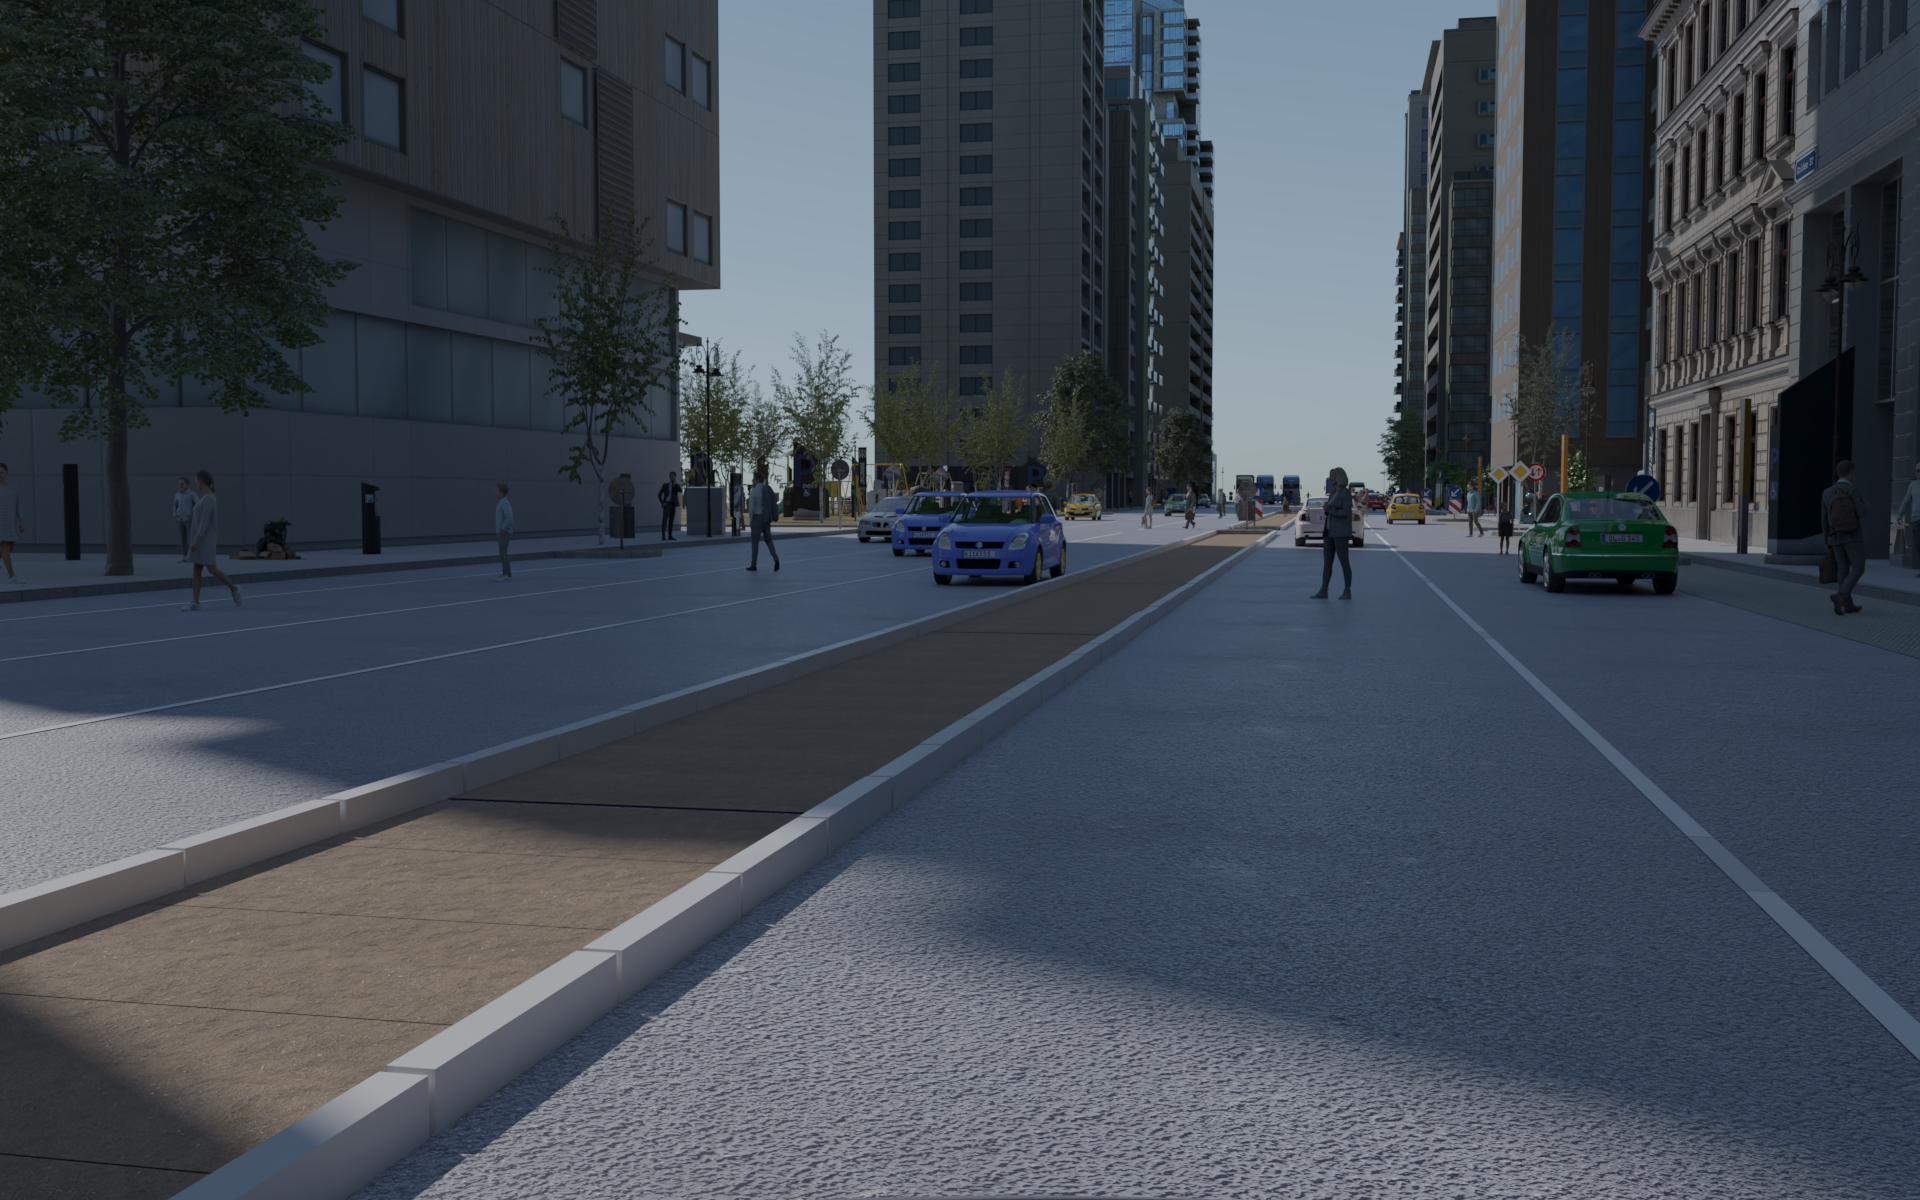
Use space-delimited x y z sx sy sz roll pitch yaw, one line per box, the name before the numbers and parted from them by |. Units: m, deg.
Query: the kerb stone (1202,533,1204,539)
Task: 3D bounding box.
kerb stone | 7.430 -1.935 53.907 0.120 0.150 1.000 1 4 12

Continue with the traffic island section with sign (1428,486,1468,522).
traffic island section with sign | 25.487 -4.962 89.754 1.989 1.847 2.006 1 4 12

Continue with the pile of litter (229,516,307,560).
pile of litter | -13.630 -1.229 34.065 1.719 0.858 1.176 3 5 41

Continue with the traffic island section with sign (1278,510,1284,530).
traffic island section with sign | 11.807 -3.734 69.193 2.006 1.907 1.989 1 4 12

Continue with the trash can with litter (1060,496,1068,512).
trash can with litter | 7.474 -6.875 123.793 0.624 1.170 1.055 0 4 -2

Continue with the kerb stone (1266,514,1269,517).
kerb stone | 18.784 -5.157 106.522 0.120 0.150 1.000 1 4 12

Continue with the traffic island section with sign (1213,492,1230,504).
traffic island section with sign | 37.546 -14.758 249.927 1.989 1.847 2.006 1 4 12

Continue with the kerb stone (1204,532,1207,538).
kerb stone | 7.643 -1.994 54.912 0.120 0.150 1.000 1 4 12

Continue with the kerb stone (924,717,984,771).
kerb stone | -0.042 0.784 9.376 0.120 0.150 1.000 1 4 12

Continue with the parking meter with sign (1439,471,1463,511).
parking meter with sign | 37.813 -8.381 133.289 1.738 3.016 0.543 0 4 -1

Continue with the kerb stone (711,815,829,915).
kerb stone | -0.690 0.968 6.372 0.120 0.150 1.000 1 4 12

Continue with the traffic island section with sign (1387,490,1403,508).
traffic island section with sign | 41.782 -9.577 165.204 1.989 1.847 2.006 1 4 12

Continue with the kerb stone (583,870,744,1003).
kerb stone | -0.903 1.029 5.372 0.120 0.150 1.000 1 4 12

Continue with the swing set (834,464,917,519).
swing set | -4.402 -5.644 89.905 3.119 2.851 2.862 1 4 23

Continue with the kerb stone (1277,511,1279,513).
kerb stone | 22.474 -6.200 123.565 0.120 0.150 1.000 1 4 12

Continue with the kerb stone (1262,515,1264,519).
kerb stone | 17.049 -4.666 98.508 0.120 0.150 1.000 1 4 12

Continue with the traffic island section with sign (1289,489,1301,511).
traffic island section with sign | 27.657 -8.227 142.647 2.006 1.907 1.989 1 4 12

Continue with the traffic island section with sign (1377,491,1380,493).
traffic island section with sign | 47.524 -11.202 191.784 1.989 1.847 2.006 1 4 12

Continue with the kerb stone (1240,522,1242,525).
kerb stone | 12.080 -3.254 75.447 0.120 0.150 1.000 1 4 12

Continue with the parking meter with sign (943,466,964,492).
parking meter with sign | -0.146 -6.719 106.112 1.738 3.016 0.543 -2 4 -30

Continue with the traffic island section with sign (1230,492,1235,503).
traffic island section with sign | 43.413 -16.422 277.119 1.989 1.847 2.006 1 4 12

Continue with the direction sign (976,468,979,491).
direction sign | 1.519 -9.489 147.139 0.379 3.537 0.876 1 4 16

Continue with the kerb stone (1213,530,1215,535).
kerb stone | 8.510 -2.244 58.920 0.120 0.150 1.000 1 4 12

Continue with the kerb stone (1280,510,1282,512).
kerb stone | 23.981 -6.631 130.608 0.120 0.150 1.000 1 4 12

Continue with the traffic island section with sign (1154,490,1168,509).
traffic island section with sign | 19.967 -9.782 168.561 1.989 1.847 2.006 1 4 12

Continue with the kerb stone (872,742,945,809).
kerb stone | -0.253 0.846 8.370 0.120 0.150 1.000 1 4 12

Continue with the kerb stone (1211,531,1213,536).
kerb stone | 8.296 -2.185 57.920 0.120 0.150 1.000 1 4 12

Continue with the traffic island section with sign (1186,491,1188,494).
traffic island section with sign | 25.985 -11.486 196.427 1.989 1.847 2.006 1 4 12

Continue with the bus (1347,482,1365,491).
bus | 62.265 -16.984 272.553 2.948 3.499 13.247 1 4 11

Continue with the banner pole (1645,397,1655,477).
banner pole | 17.690 -3.331 44.485 0.401 3.779 0.863 0 4 7

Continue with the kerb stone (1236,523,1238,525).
kerb stone | 11.420 -3.073 72.434 0.120 0.150 1.000 1 4 12

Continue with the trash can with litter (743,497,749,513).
trash can with litter | -14.319 -6.426 116.453 1.055 1.170 0.624 2 4 30

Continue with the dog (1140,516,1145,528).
dog | 7.766 -3.310 73.410 0.406 0.507 0.540 -2 4 -30

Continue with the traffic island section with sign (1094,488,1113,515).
traffic island section with sign | 9.647 -6.856 120.719 1.989 1.847 2.006 1 4 12

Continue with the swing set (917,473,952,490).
swing set | -1.819 -7.922 127.150 3.119 2.851 2.862 3 5 41

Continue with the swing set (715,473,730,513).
swing set | -16.865 -7.346 117.724 2.862 2.851 3.119 0 4 0

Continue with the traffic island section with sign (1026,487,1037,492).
traffic island section with sign | 3.837 -5.210 93.815 1.989 1.847 2.006 1 4 12

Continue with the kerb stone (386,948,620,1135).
kerb stone | -1.124 1.090 4.367 0.120 0.150 1.000 1 4 12

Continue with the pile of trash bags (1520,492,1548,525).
pile of trash bags | 27.902 -4.270 79.573 3.447 1.369 1.912 -1 4 -14

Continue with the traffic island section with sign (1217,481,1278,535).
traffic island section with sign | 10.234 -3.292 61.954 2.006 1.907 1.989 1 4 12

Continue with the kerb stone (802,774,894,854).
kerb stone | -0.476 0.907 7.372 0.120 0.150 1.000 1 4 12

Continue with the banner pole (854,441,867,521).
banner pole | -4.711 -5.575 81.171 0.863 3.779 0.401 2 4 27

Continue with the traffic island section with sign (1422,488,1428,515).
traffic island section with sign | 31.215 -6.589 116.365 1.989 1.847 2.006 1 4 12

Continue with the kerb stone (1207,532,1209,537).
kerb stone | 7.860 -2.062 55.922 0.120 0.150 1.000 1 4 12

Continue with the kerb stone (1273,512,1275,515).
kerb stone | 20.740 -5.706 115.535 0.120 0.150 1.000 1 4 12

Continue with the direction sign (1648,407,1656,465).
direction sign | 18.189 -3.279 45.615 0.379 3.537 0.876 2 4 33

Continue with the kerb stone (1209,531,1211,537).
kerb stone | 8.077 -2.124 56.922 0.120 0.150 1.000 1 4 12

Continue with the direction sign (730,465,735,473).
direction sign | -17.959 -8.863 136.903 0.379 3.537 0.876 -2 4 -35

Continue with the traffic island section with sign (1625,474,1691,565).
traffic island section with sign | 13.807 -1.653 35.660 1.989 1.847 2.006 1 4 12

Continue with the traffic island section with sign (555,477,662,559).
traffic island section with sign | -7.902 -1.885 39.452 1.989 1.847 2.006 1 4 12

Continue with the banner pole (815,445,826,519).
banner pole | -7.036 -5.972 87.667 0.863 3.779 0.401 2 4 34

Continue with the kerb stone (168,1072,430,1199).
kerb stone | -1.343 1.158 3.369 0.120 0.150 1.000 1 4 12

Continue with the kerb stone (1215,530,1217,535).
kerb stone | 8.720 -2.307 59.922 0.120 0.150 1.000 1 4 12

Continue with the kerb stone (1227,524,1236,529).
kerb stone | 11.205 -3.012 71.435 0.120 0.150 1.000 1 4 12

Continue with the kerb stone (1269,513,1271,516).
kerb stone | 19.432 -5.342 109.533 0.120 0.150 1.000 1 4 12
